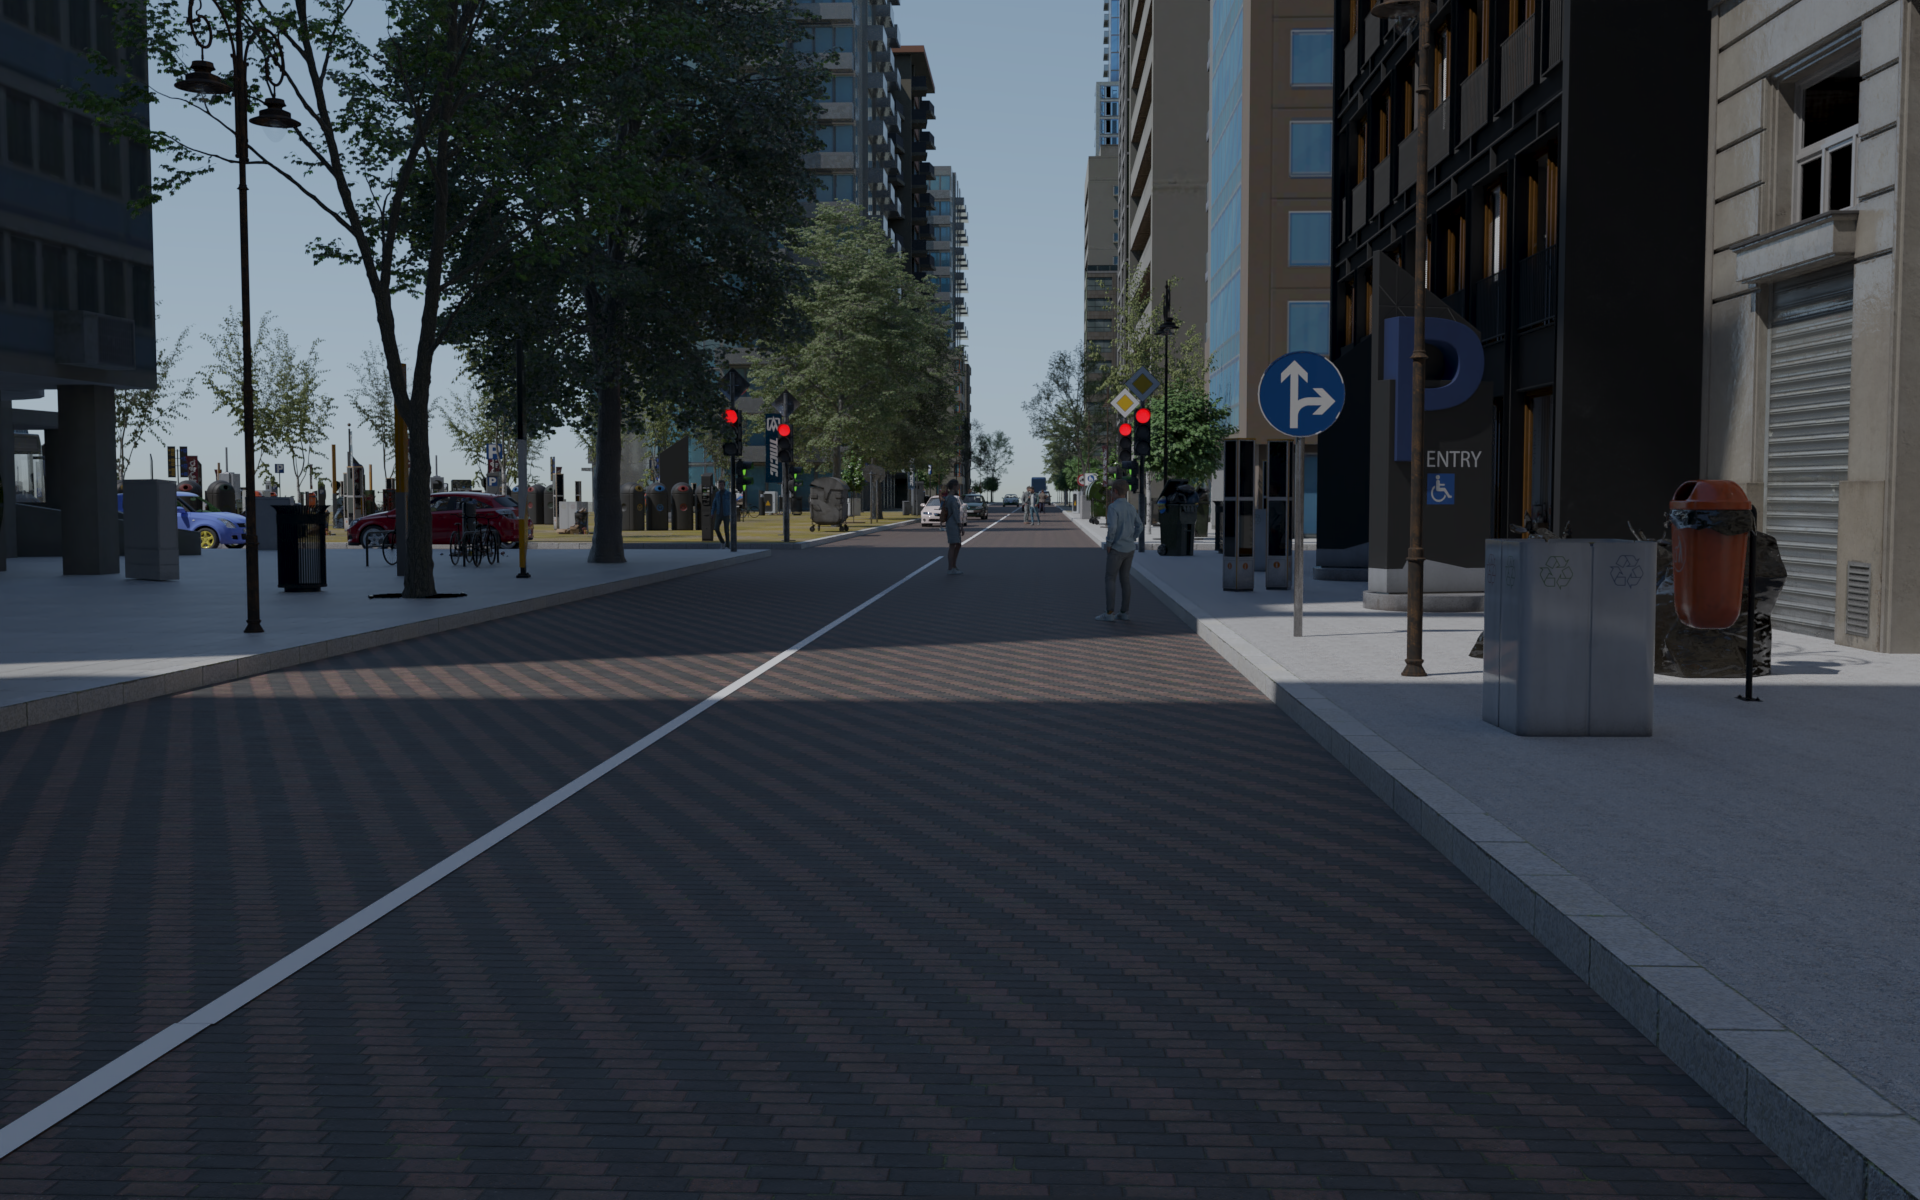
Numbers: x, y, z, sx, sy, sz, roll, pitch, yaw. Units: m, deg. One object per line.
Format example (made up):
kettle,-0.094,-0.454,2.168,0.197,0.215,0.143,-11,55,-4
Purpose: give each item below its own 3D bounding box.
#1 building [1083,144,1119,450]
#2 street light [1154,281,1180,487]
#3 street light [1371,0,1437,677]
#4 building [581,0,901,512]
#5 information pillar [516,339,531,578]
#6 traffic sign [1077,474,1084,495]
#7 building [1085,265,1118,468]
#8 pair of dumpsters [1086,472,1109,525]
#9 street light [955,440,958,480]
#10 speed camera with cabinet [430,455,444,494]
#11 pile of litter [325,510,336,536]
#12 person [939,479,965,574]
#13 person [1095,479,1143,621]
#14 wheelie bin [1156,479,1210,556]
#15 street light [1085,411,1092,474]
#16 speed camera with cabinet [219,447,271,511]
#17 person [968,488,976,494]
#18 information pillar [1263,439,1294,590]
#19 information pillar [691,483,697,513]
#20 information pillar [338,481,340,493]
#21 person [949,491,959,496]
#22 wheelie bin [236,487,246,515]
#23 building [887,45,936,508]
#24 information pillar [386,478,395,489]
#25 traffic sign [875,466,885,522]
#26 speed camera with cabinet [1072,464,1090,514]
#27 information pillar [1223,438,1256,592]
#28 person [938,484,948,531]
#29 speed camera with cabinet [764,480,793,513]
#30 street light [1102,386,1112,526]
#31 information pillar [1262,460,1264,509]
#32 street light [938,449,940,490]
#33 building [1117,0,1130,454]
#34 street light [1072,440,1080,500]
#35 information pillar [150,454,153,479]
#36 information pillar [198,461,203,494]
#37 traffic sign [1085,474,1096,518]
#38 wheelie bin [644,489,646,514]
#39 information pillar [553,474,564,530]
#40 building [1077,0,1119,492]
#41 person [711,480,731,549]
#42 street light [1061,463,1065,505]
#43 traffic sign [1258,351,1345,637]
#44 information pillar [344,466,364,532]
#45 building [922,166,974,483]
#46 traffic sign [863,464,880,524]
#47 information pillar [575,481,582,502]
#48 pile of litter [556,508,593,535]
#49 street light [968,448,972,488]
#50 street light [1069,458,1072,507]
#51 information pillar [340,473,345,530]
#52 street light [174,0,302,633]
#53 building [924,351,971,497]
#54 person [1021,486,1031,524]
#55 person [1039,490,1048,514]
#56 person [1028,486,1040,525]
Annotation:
building,27.777,-37.426,235.611,21.300,48.544,21.600,0,4,3
street light,4.477,-3.967,37.656,0.468,5.910,1.993,0,4,3
street light,3.206,-2.401,12.050,0.468,5.910,1.993,0,4,3
building,-16.415,-31.676,137.506,23.786,49.044,30.456,0,4,3
information pillar,-6.707,-2.152,26.539,0.183,3.616,0.504,0,4,-8
traffic sign,7.801,-6.707,109.759,0.768,2.556,0.104,1,4,12
building,22.793,-27.331,218.557,14.160,30.474,14.107,0,4,3
pair of dumpsters,6.183,-4.357,73.730,1.574,2.255,4.437,0,4,3
street light,-0.313,-10.791,149.215,0.468,5.910,1.993,0,4,3
speed camera with cabinet,-27.214,-5.713,87.748,2.038,3.252,0.660,-1,4,-20
pile of litter,-19.996,-2.430,53.692,1.176,0.858,1.719,-2,4,-24
person,-0.123,-1.312,30.948,0.522,1.701,0.512,-1,4,-19
person,1.819,-0.574,19.697,0.589,1.601,0.330,-2,4,-35
wheelie bin,4.552,-1.718,35.995,0.980,1.594,0.693,-3,5,-43
street light,7.074,-7.483,95.133,0.468,5.910,1.993,0,4,3
speed camera with cabinet,-30.225,-4.823,73.196,2.038,3.252,0.660,1,4,9
person,0.751,-6.270,111.201,0.592,1.802,0.473,3,5,42
information pillar,4.284,-1.145,23.216,0.304,2.012,0.304,1,4,22
information pillar,-17.949,-6.874,116.876,0.304,2.012,0.304,-2,4,-26
information pillar,-34.611,-5.669,97.175,0.304,2.012,0.304,-2,4,-34
person,-0.347,-4.826,86.766,0.474,1.900,0.648,2,4,26
wheelie bin,-32.075,-4.275,77.805,0.980,1.594,0.693,2,4,27
building,-13.808,-31.383,167.731,22.147,44.769,28.867,0,4,3
information pillar,-25.822,-4.531,78.578,0.304,2.012,0.304,1,4,9
traffic sign,-3.750,-4.778,78.220,0.768,2.556,0.104,1,4,10
speed camera with cabinet,8.056,-7.323,114.075,0.660,3.252,2.038,-1,4,-20
information pillar,3.676,-1.121,22.821,0.304,2.012,0.304,-2,4,-30
person,-0.641,-3.646,68.093,0.573,1.828,0.580,-3,4,-38
speed camera with cabinet,-12.093,-7.355,114.585,2.038,3.252,0.660,1,4,10
street light,5.943,-5.930,69.743,0.468,5.910,1.993,0,4,3
information pillar,6.677,-2.004,37.250,0.304,2.012,0.304,2,4,24
street light,-1.482,-9.197,123.165,0.468,5.910,1.993,0,4,3
building,25.109,-45.481,181.872,20.563,71.187,20.611,0,4,3
street light,8.262,-9.048,120.714,0.468,5.910,1.993,0,4,3
information pillar,-46.658,-6.645,100.007,0.183,3.616,0.504,-2,4,-34
information pillar,-49.654,-7.442,113.023,0.183,3.616,0.504,1,4,18
traffic sign,6.537,-5.157,86.447,0.606,2.300,0.079,1,4,12
wheelie bin,-20.487,-6.436,113.138,0.980,1.594,0.693,2,4,31
information pillar,-14.364,-3.518,62.006,0.304,2.012,0.304,-2,4,-33
building,29.271,-58.027,261.406,22.319,86.520,31.000,0,4,3
person,-5.899,-2.107,43.289,0.601,1.785,0.444,1,4,19
street light,11.952,-13.713,197.000,0.468,5.910,1.993,0,4,3
traffic sign,3.042,-0.942,15.512,0.768,2.556,0.104,0,4,5
information pillar,-16.084,-2.544,46.082,0.304,2.012,0.304,3,4,36
building,-10.137,-38.739,252.994,23.786,49.044,30.456,0,4,3
traffic sign,-3.810,-4.540,74.328,0.768,2.556,0.104,1,4,10
information pillar,-21.397,-5.665,97.113,0.304,2.012,0.304,0,4,2
pile of litter,-12.359,-2.539,55.475,1.176,0.858,1.719,-1,4,-15
street light,1.045,-12.355,174.791,0.468,5.910,1.993,0,4,3
street light,9.508,-10.550,145.272,0.468,5.910,1.993,0,4,3
information pillar,-20.896,-3.354,59.329,0.304,2.012,0.304,3,4,38
street light,-6.549,-2.636,15.887,0.468,5.910,1.993,0,4,3
building,-12.920,-23.197,224.310,27.650,21.520,28.899,0,4,3
person,3.232,-4.568,83.282,0.391,1.810,0.635,3,4,37
person,6.115,-7.248,127.539,0.617,1.759,0.750,1,4,21
person,3.373,-4.311,79.336,0.623,1.781,0.721,2,4,24
